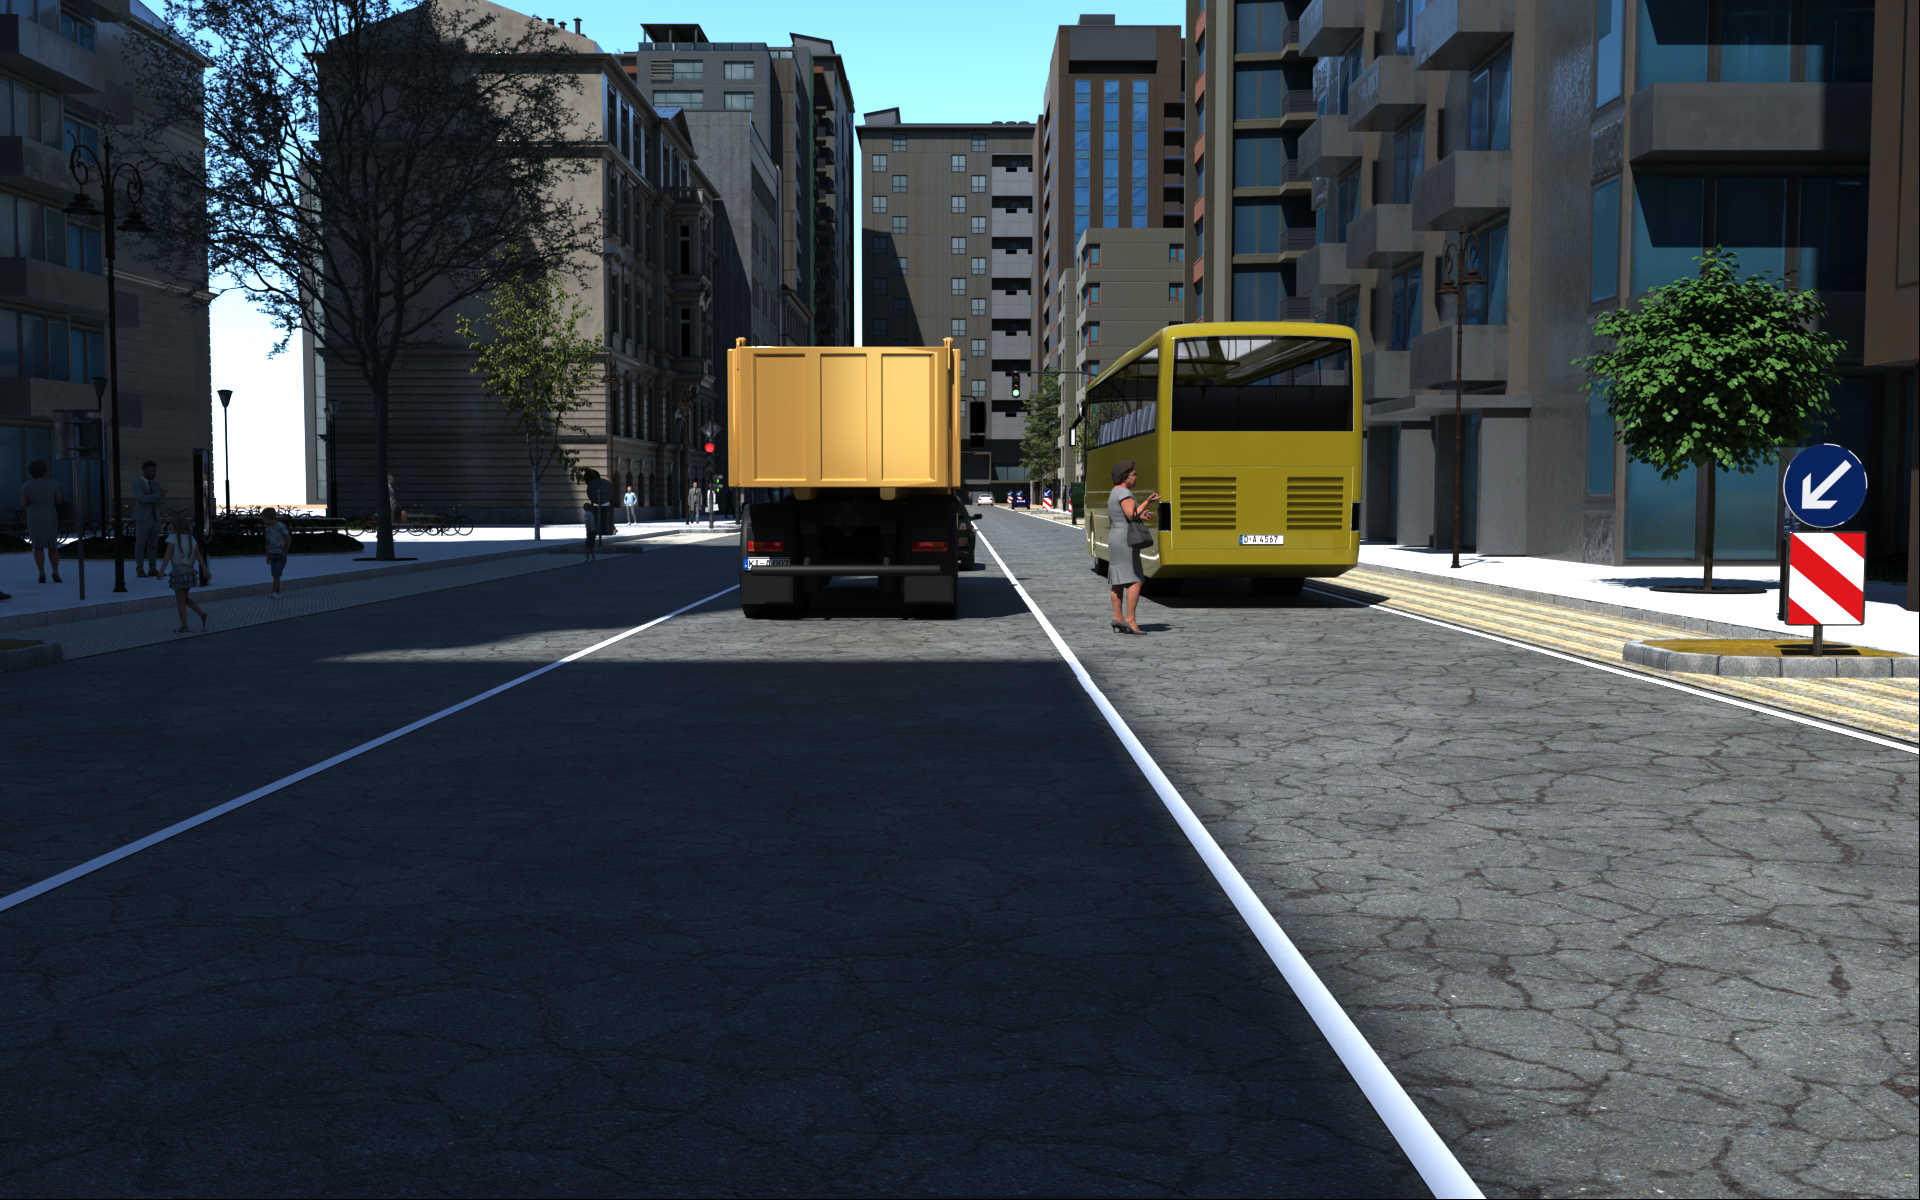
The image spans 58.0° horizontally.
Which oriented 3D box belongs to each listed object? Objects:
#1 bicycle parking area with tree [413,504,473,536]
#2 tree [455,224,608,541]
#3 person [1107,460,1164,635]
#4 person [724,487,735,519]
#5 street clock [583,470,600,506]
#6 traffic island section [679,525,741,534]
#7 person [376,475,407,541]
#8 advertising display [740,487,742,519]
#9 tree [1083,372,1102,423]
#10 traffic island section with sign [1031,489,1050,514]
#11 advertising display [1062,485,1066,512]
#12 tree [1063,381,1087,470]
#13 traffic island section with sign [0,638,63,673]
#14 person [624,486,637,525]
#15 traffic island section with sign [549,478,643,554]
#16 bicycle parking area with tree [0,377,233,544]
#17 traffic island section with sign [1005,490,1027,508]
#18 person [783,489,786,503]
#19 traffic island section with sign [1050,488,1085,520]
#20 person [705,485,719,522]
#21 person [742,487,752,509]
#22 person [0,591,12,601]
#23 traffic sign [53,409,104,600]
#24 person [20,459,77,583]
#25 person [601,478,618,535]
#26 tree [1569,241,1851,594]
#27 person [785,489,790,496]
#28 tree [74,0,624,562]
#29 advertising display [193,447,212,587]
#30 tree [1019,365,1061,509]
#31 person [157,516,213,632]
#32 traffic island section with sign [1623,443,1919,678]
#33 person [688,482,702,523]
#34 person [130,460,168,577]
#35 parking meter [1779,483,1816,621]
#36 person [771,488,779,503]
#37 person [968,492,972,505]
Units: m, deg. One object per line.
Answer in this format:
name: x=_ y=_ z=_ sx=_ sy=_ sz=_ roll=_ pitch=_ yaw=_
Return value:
bicycle parking area with tree: x=-19.784 y=-4.166 z=55.121 sx=9.016 sy=4.147 sz=8.231 roll=0 pitch=4 yaw=-7
tree: x=-11.519 y=-5.908 z=46.955 sx=4.737 sy=8.622 sz=4.395 roll=0 pitch=3 yaw=0
person: x=1.798 y=-0.542 z=17.719 sx=0.532 sy=1.782 sz=0.716 roll=-1 pitch=4 yaw=-10
person: x=-11.978 y=-5.191 z=90.699 sx=0.755 sy=1.850 sz=0.659 roll=0 pitch=4 yaw=7
street clock: x=-10.845 y=-2.844 z=51.071 sx=0.471 sy=2.002 sz=0.358 roll=-1 pitch=4 yaw=-20
traffic island section: x=-9.236 y=-2.566 z=64.240 sx=2.009 sy=0.180 sz=2.903 roll=0 pitch=4 yaw=0
person: x=-15.661 y=-2.531 z=47.547 sx=0.853 sy=1.813 sz=0.709 roll=0 pitch=4 yaw=-4
advertising display: x=-11.355 y=-5.154 z=89.488 sx=0.123 sy=1.923 sz=0.974 roll=0 pitch=4 yaw=-1
tree: x=9.261 y=-9.391 z=103.907 sx=4.360 sy=8.622 sz=3.978 roll=0 pitch=3 yaw=0
traffic island section with sign: x=6.101 y=-7.071 z=124.237 sx=1.989 sy=1.847 sz=2.006 roll=0 pitch=4 yaw=0
advertising display: x=7.662 y=-7.459 z=127.161 sx=0.123 sy=1.923 sz=0.974 roll=0 pitch=4 yaw=-7
tree: x=8.784 y=-9.764 z=109.997 sx=4.737 sy=8.622 sz=4.395 roll=0 pitch=3 yaw=0
traffic island section with sign: x=-8.656 y=-0.346 z=14.285 sx=1.989 sy=1.847 sz=2.006 roll=0 pitch=4 yaw=0
person: x=-13.562 y=-3.876 z=71.222 sx=0.589 sy=1.601 sz=0.330 roll=1 pitch=4 yaw=18
traffic island section with sign: x=-8.793 y=-2.047 z=42.097 sx=1.989 sy=1.847 sz=2.006 roll=0 pitch=4 yaw=0
bicycle parking area with tree: x=-20.781 y=-3.558 z=45.180 sx=9.016 sy=4.147 sz=8.231 roll=2 pitch=4 yaw=24
traffic island section with sign: x=5.848 y=-10.118 z=174.054 sx=1.989 sy=1.847 sz=2.006 roll=0 pitch=4 yaw=0
person: x=-11.360 y=-6.415 z=110.946 sx=0.620 sy=1.820 sz=0.660 roll=-3 pitch=4 yaw=-36
traffic island section with sign: x=6.245 y=-5.422 z=97.282 sx=1.989 sy=1.847 sz=2.006 roll=0 pitch=4 yaw=0
person: x=-11.283 y=-4.437 z=78.944 sx=0.624 sy=1.780 sz=0.694 roll=-3 pitch=5 yaw=-41
person: x=-11.537 y=-5.321 z=93.441 sx=0.661 sy=1.777 sz=0.834 roll=0 pitch=4 yaw=-6
person: x=-11.658 y=-0.902 z=20.562 sx=0.755 sy=1.850 sz=0.659 roll=2 pitch=4 yaw=24
traffic sign: x=-10.662 y=-1.153 z=20.976 sx=0.606 sy=2.300 sz=0.079 roll=0 pitch=4 yaw=3
person: x=-13.187 y=-1.142 z=25.071 sx=0.716 sy=1.782 sz=0.532 roll=-2 pitch=4 yaw=-30
person: x=-10.930 y=-2.902 z=53.906 sx=0.534 sy=1.772 sz=0.576 roll=-1 pitch=4 yaw=-22
tree: x=9.788 y=-2.388 z=22.752 sx=4.285 sy=4.588 sz=4.351 roll=0 pitch=3 yaw=0
person: x=-12.023 y=-6.958 z=120.147 sx=0.599 sy=1.781 sz=0.374 roll=-2 pitch=4 yaw=-25
tree: x=-11.196 y=-7.507 z=33.105 sx=12.009 sy=13.543 sz=11.850 roll=0 pitch=3 yaw=0
advertising display: x=-10.624 y=-1.167 z=24.302 sx=0.123 sy=1.923 sz=0.974 roll=-1 pitch=4 yaw=-18
tree: x=8.986 y=-14.321 z=152.274 sx=7.486 sy=12.596 sz=7.792 roll=0 pitch=3 yaw=0
person: x=-7.980 y=-0.262 z=17.791 sx=0.382 sy=1.210 sz=0.505 roll=2 pitch=4 yaw=24
traffic island section with sign: x=6.669 y=-0.350 z=14.354 sx=1.989 sy=1.847 sz=2.006 roll=0 pitch=4 yaw=0
person: x=-11.596 y=-4.253 z=75.675 sx=0.694 sy=1.812 sz=0.767 roll=-1 pitch=4 yaw=-12
person: x=-12.488 y=-1.255 z=26.742 sx=0.466 sy=1.800 sz=0.511 roll=1 pitch=4 yaw=10
parking meter: x=8.490 y=-0.555 z=17.481 sx=0.372 sy=1.533 sz=0.369 roll=0 pitch=3 yaw=0
person: x=-12.464 y=-6.799 z=117.435 sx=0.478 sy=1.798 sz=0.641 roll=3 pitch=4 yaw=37
person: x=1.225 y=-12.939 z=220.575 sx=0.750 sy=1.759 sz=0.617 roll=2 pitch=4 yaw=29
